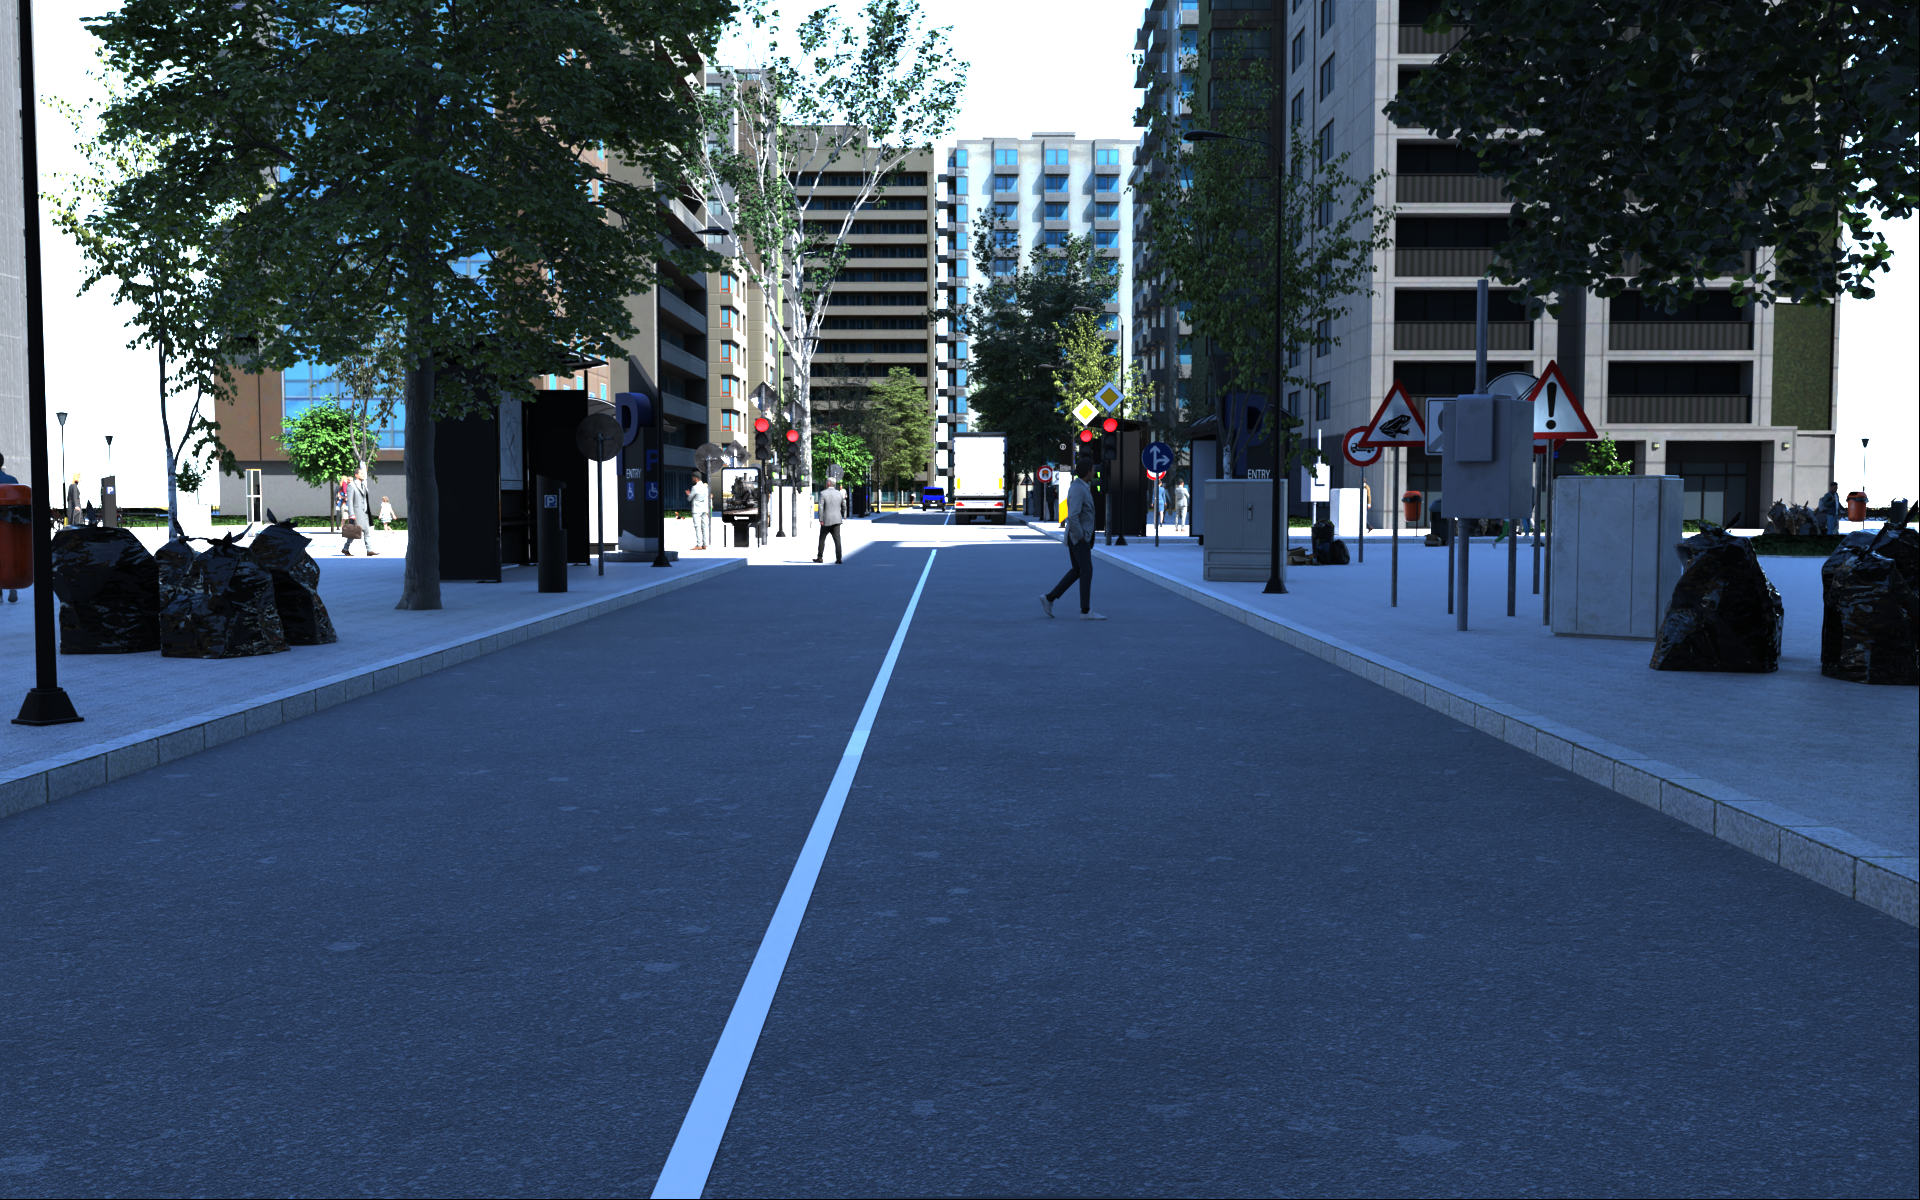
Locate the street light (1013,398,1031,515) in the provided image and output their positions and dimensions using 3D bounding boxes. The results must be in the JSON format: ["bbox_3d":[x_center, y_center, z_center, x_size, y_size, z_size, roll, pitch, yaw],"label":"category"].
[{"bbox_3d":[3.430,-6.787,83.501,1.470,5.913,1.316,0,3,0],"label":"street light"}]

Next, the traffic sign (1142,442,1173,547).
[{"bbox_3d":[4.808,-2.576,42.218,0.768,2.556,0.104,0,4,2],"label":"traffic sign"}]

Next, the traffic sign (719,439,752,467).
[{"bbox_3d":[-5.423,-2.568,41.720,0.795,2.593,0.064,0,4,4],"label":"traffic sign"}]

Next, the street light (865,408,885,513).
[{"bbox_3d":[-4.806,-7.388,93.333,1.470,5.913,1.316,0,3,0],"label":"street light"}]

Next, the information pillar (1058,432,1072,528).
[{"bbox_3d":[3.954,-4.514,65.161,0.504,3.616,0.183,0,4,6],"label":"information pillar"}]

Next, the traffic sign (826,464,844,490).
[{"bbox_3d":[-5.262,-4.450,72.866,0.768,2.556,0.104,0,4,7],"label":"traffic sign"}]

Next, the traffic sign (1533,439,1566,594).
[{"bbox_3d":[7.415,-1.352,22.211,0.768,2.556,0.104,0,4,0],"label":"traffic sign"}]

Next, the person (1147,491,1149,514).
[{"bbox_3d":[12.131,-6.580,113.828,0.583,1.804,0.606,-1,4,-12],"label":"person"}]

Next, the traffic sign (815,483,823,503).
[{"bbox_3d":[-7.889,-5.919,96.882,0.768,2.556,0.104,0,4,7],"label":"traffic sign"}]

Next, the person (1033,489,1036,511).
[{"bbox_3d":[4.519,-5.808,101.095,0.391,1.810,0.635,-3,5,-43],"label":"person"}]

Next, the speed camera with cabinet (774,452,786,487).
[{"bbox_3d":[-8.504,-5.251,80.183,0.660,3.252,2.038,0,4,6],"label":"speed camera with cabinet"}]

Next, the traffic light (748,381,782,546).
[{"bbox_3d":[-4.870,-3.314,43.102,0.839,4.253,0.868,0,3,0],"label":"traffic light"}]

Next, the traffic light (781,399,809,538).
[{"bbox_3d":[-4.882,-3.802,51.087,0.839,4.253,0.868,0,3,0],"label":"traffic light"}]

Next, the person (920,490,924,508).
[{"bbox_3d":[-3.874,-10.552,181.041,0.705,1.823,1.348,-1,4,-20],"label":"person"}]

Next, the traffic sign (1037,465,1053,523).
[{"bbox_3d":[3.799,-4.717,77.228,0.768,2.556,0.104,0,4,0],"label":"traffic sign"}]

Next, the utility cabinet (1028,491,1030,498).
[{"bbox_3d":[5.206,-6.861,120.851,1.173,1.500,0.318,0,4,-2],"label":"utility cabinet"}]

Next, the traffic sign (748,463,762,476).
[{"bbox_3d":[-8.494,-4.391,71.903,0.768,2.556,0.104,0,4,1],"label":"traffic sign"}]

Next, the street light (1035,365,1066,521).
[{"bbox_3d":[3.514,-5.486,62.234,1.470,5.913,1.316,0,3,0],"label":"street light"}]

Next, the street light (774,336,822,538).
[{"bbox_3d":[-4.757,-4.799,51.004,1.470,5.913,1.316,0,3,0],"label":"street light"}]

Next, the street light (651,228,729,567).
[{"bbox_3d":[-4.728,-3.538,30.389,1.470,5.913,1.316,0,3,0],"label":"street light"}]

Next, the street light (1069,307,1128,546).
[{"bbox_3d":[3.485,-4.317,43.117,1.470,5.913,1.316,0,3,0],"label":"street light"}]

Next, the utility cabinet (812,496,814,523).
[{"bbox_3d":[-7.020,-4.070,77.701,1.020,1.237,0.306,-3,5,-44],"label":"utility cabinet"}]

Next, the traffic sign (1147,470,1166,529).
[{"bbox_3d":[7.133,-3.865,63.294,0.768,2.556,0.104,0,4,1],"label":"traffic sign"}]

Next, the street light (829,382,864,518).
[{"bbox_3d":[-4.875,-6.080,71.941,1.470,5.913,1.316,0,3,0],"label":"street light"}]

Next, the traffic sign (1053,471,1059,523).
[{"bbox_3d":[4.373,-4.543,76.415,0.606,2.300,0.079,0,4,6],"label":"traffic sign"}]

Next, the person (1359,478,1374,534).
[{"bbox_3d":[12.989,-3.037,55.615,0.836,1.842,0.656,-3,5,-40],"label":"person"}]

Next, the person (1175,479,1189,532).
[{"bbox_3d":[7.572,-3.228,58.997,0.511,1.800,0.466,2,4,30],"label":"person"}]

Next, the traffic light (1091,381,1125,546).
[{"bbox_3d":[3.691,-3.316,43.130,0.839,4.253,0.868,0,3,0],"label":"traffic light"}]

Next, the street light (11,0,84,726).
[{"bbox_3d":[-4.588,-2.264,9.553,1.470,5.913,1.316,0,3,0],"label":"street light"}]

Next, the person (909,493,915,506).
[{"bbox_3d":[-5.473,-11.227,192.867,1.065,1.426,0.557,3,4,37],"label":"person"}]

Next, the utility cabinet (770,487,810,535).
[{"bbox_3d":[-5.257,-2.745,53.561,1.173,1.500,0.318,-1,4,-17],"label":"utility cabinet"}]

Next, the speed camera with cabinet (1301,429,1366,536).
[{"bbox_3d":[11.557,-3.620,53.516,2.038,3.252,0.660,-1,4,-22],"label":"speed camera with cabinet"}]

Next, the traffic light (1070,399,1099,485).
[{"bbox_3d":[3.679,-3.804,51.115,0.839,4.253,0.868,0,3,0],"label":"traffic light"}]

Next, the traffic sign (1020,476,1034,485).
[{"bbox_3d":[4.122,-6.492,106.153,0.884,2.594,0.081,0,4,3],"label":"traffic sign"}]

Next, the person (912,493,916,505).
[{"bbox_3d":[-5.309,-11.511,197.440,0.628,1.438,0.799,-1,4,-11],"label":"person"}]

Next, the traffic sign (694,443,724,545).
[{"bbox_3d":[-6.260,-2.640,43.266,0.768,2.556,0.104,0,4,5],"label":"traffic sign"}]

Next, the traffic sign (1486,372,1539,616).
[{"bbox_3d":[5.792,-1.102,18.121,0.768,2.556,0.104,0,4,8],"label":"traffic sign"}]

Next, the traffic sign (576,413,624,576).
[{"bbox_3d":[-5.658,-1.659,27.227,0.768,2.556,0.104,0,4,3],"label":"traffic sign"}]

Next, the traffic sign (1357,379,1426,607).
[{"bbox_3d":[4.940,-1.201,19.639,0.884,2.594,0.081,0,4,5],"label":"traffic sign"}]

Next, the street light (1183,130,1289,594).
[{"bbox_3d":[3.547,-3.042,22.281,1.470,5.913,1.316,0,3,0],"label":"street light"}]

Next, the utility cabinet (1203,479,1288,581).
[{"bbox_3d":[4.176,-1.021,25.366,1.173,1.500,0.318,1,4,21],"label":"utility cabinet"}]

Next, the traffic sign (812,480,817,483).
[{"bbox_3d":[-7.320,-5.174,84.604,0.884,2.594,0.081,0,4,3],"label":"traffic sign"}]

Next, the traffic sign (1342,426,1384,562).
[{"bbox_3d":[7.527,-1.978,32.451,0.768,2.556,0.104,0,4,4],"label":"traffic sign"}]

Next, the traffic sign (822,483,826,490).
[{"bbox_3d":[-8.125,-6.414,104.875,0.884,2.594,0.081,1,4,9],"label":"traffic sign"}]

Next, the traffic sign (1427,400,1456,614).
[{"bbox_3d":[5.260,-1.001,18.501,0.606,2.300,0.079,0,4,2],"label":"traffic sign"}]

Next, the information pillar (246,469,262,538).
[{"bbox_3d":[-20.868,-2.857,51.201,0.304,2.012,0.304,3,4,38],"label":"information pillar"}]

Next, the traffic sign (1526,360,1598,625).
[{"bbox_3d":[5.737,-1.032,16.872,0.884,2.594,0.081,0,4,7],"label":"traffic sign"}]

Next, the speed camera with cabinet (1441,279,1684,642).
[{"bbox_3d":[5.471,-1.311,15.778,2.038,3.252,0.660,3,5,40],"label":"speed camera with cabinet"}]
